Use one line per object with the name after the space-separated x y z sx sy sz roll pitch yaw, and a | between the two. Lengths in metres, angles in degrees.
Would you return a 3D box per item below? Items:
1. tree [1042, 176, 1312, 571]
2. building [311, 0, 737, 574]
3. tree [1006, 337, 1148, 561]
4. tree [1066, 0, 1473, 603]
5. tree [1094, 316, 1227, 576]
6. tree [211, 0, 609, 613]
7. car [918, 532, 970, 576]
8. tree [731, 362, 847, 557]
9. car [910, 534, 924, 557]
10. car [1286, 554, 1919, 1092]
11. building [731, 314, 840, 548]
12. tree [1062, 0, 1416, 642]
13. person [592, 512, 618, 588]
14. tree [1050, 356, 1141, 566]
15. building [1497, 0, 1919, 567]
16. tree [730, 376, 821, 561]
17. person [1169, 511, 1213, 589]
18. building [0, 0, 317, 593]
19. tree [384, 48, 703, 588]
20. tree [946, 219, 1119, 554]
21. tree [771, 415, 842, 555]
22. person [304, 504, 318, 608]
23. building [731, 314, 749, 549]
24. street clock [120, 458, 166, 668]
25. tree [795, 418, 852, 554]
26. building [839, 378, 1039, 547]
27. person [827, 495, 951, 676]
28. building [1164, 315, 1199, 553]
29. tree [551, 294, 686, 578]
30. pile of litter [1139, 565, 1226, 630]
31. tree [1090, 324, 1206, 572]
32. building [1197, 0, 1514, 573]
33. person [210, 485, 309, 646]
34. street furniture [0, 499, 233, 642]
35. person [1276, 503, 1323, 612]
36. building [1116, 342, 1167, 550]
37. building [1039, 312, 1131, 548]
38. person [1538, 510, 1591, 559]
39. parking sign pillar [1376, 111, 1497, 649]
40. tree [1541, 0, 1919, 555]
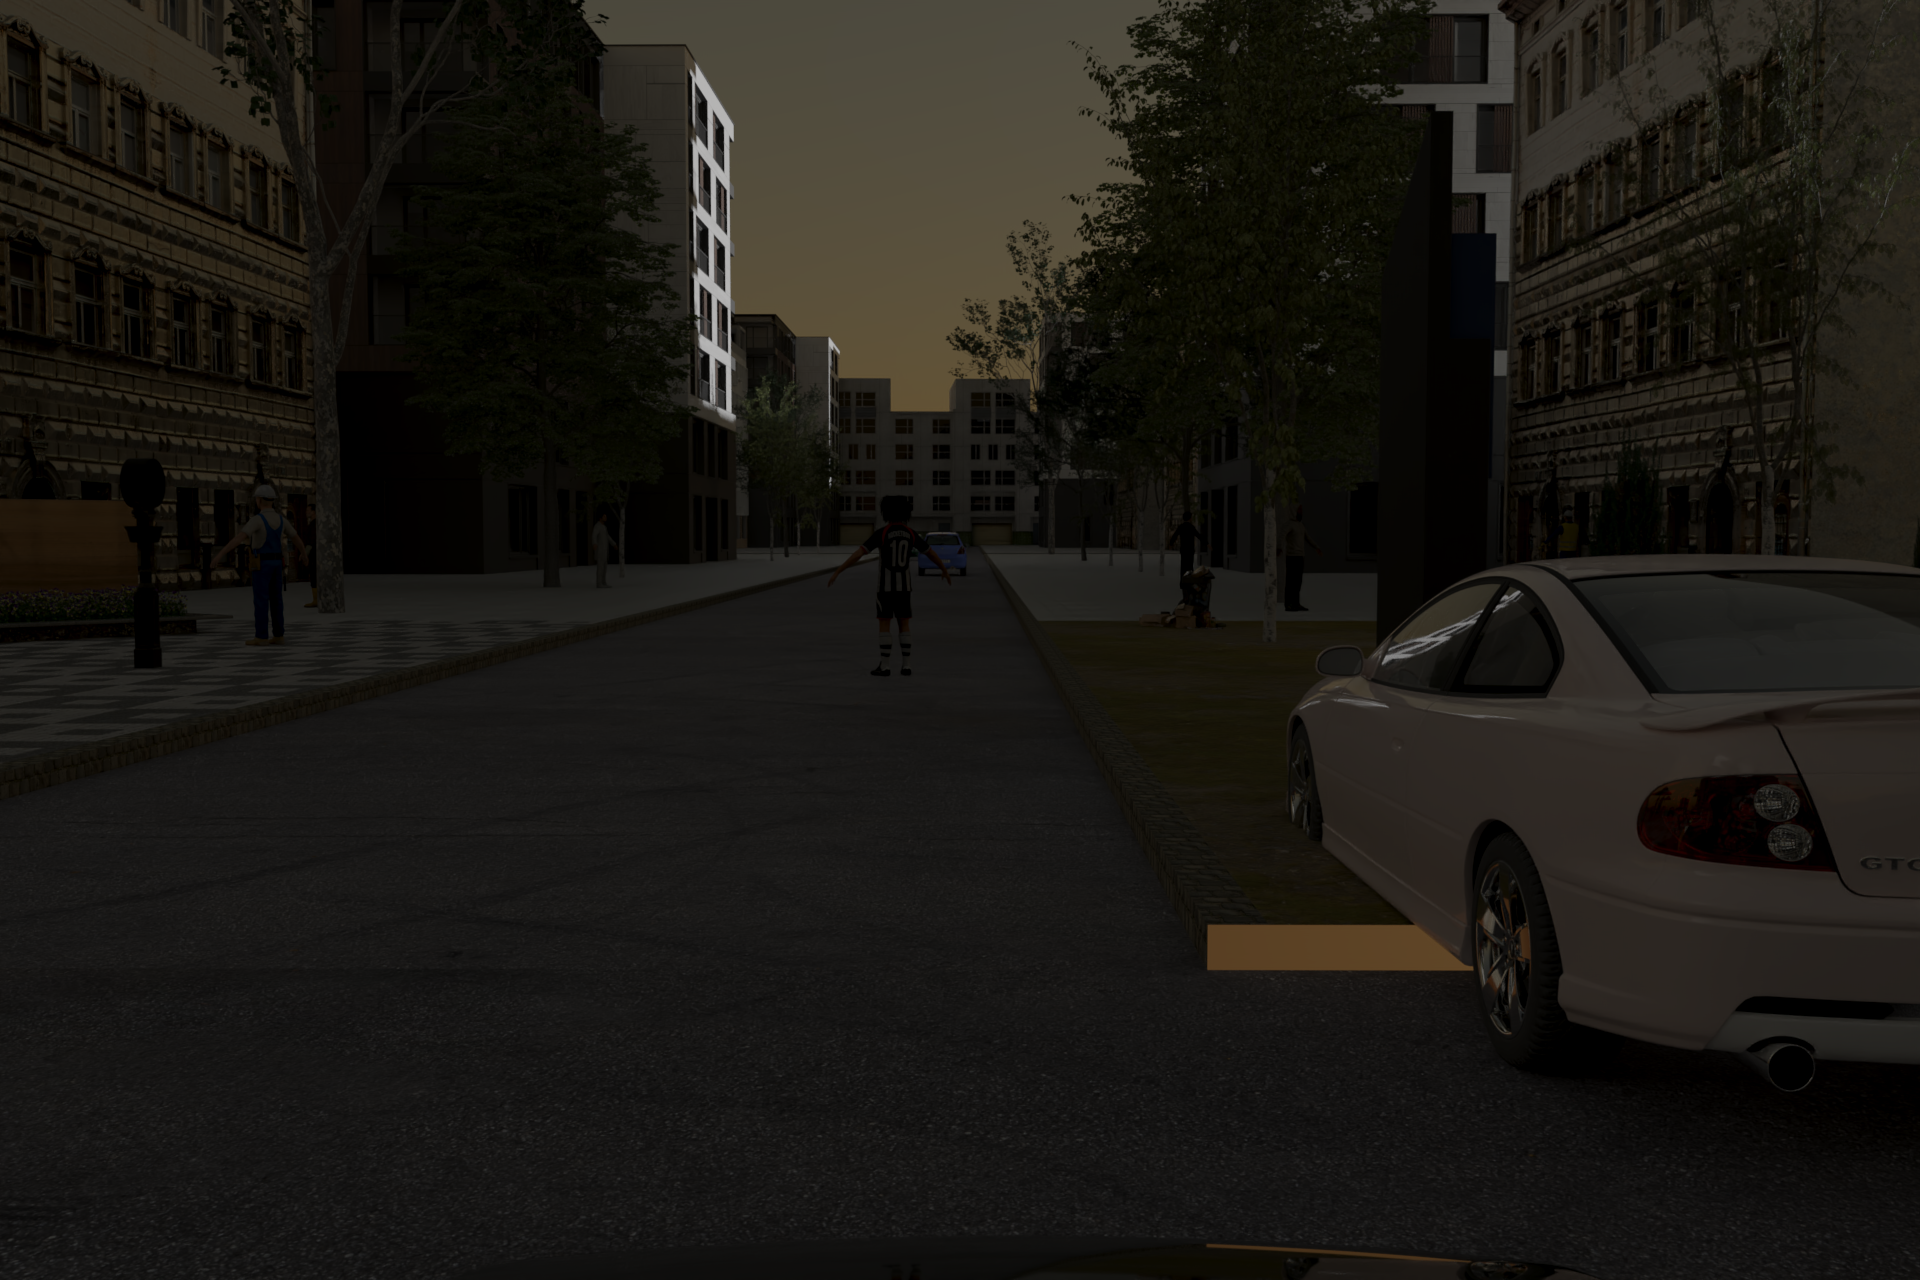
5.617 -6.738 44.572 7.601 10.594 8.767 0 4 -5 | tree
-25.392 -13.867 70.693 27.936 21.610 32.646 0 4 1 | building
5.619 -9.069 82.683 7.601 10.594 8.767 1 4 12 | tree
5.884 -7.000 32.579 7.486 12.596 7.792 0 3 0 | tree
6.090 -6.217 52.017 4.737 8.622 4.395 0 3 0 | tree
-9.039 -10.447 26.694 12.611 20.169 13.585 0 3 0 | tree
-0.613 -3.113 60.486 1.945 1.707 3.694 0 4 -1 | car
-9.837 -9.805 94.728 7.601 10.594 8.767 -2 4 -25 | tree
-2.715 -5.041 94.211 2.131 1.459 4.920 0 4 1 | car
2.381 0.389 6.004 2.083 1.381 4.827 0 3 0 | car
-27.454 -20.384 177.244 27.936 21.610 32.646 0 4 1 | building
3.461 -4.277 20.294 4.737 8.622 4.395 0 3 0 | tree
-8.486 -2.139 41.166 0.705 1.806 1.347 1 4 10 | person
6.088 -7.243 68.779 4.360 8.622 3.978 0 3 0 | tree
25.061 -12.829 40.688 19.493 23.208 18.063 0 4 0 | building
-8.657 -8.030 81.658 4.737 8.622 4.395 0 3 0 | tree
5.311 -2.087 40.302 0.705 1.806 1.347 -3 4 -38 | person
-26.559 -12.626 37.366 19.493 23.208 18.063 0 4 0 | building
-10.273 -7.551 41.581 7.486 12.596 7.792 0 3 0 | tree
4.459 -15.378 107.319 12.611 20.169 13.585 0 3 0 | tree
-9.476 -9.394 103.959 4.737 8.622 4.395 0 3 0 | tree
-11.307 -1.475 30.257 0.704 1.812 1.346 -1 4 -17 | person
-24.623 -17.757 146.744 16.016 20.090 11.380 0 4 1 | building
-7.800 -0.735 16.583 0.358 2.002 0.471 0 3 0 | street clock
-9.022 -9.793 110.484 4.737 8.622 4.395 0 3 0 | tree
-0.888 -20.475 203.672 31.486 18.905 16.747 0 4 -3 | building
-0.676 -0.546 17.532 1.345 1.843 0.704 -2 4 -24 | person
25.526 -18.187 128.289 19.493 23.208 18.063 0 4 0 | building
-9.926 -6.131 50.608 4.360 8.622 3.978 0 3 0 | tree
3.078 -0.616 24.044 1.176 0.858 1.719 0 4 -2 | pile of litter
5.963 -6.574 57.854 4.360 8.622 3.978 0 3 0 | tree
23.617 -13.949 72.044 27.936 21.610 32.646 0 4 1 | building
-8.030 -0.866 20.023 0.705 1.847 1.347 2 4 28 | person
-14.449 -0.850 20.748 11.010 1.723 9.812 3 4 36 | street furniture
5.588 -1.385 28.779 0.705 1.813 1.348 3 5 43 | person
23.402 -19.338 147.105 19.493 23.208 18.063 0 4 0 | building
21.834 -20.308 176.004 27.936 21.610 32.646 0 4 0 | building
14.217 -2.115 40.551 1.349 1.833 0.705 -1 4 -8 | person
3.207 -1.425 11.779 1.447 3.967 1.447 0 4 0 | parking sign pillar
9.517 -4.246 19.786 4.360 8.622 3.978 0 3 0 | tree
